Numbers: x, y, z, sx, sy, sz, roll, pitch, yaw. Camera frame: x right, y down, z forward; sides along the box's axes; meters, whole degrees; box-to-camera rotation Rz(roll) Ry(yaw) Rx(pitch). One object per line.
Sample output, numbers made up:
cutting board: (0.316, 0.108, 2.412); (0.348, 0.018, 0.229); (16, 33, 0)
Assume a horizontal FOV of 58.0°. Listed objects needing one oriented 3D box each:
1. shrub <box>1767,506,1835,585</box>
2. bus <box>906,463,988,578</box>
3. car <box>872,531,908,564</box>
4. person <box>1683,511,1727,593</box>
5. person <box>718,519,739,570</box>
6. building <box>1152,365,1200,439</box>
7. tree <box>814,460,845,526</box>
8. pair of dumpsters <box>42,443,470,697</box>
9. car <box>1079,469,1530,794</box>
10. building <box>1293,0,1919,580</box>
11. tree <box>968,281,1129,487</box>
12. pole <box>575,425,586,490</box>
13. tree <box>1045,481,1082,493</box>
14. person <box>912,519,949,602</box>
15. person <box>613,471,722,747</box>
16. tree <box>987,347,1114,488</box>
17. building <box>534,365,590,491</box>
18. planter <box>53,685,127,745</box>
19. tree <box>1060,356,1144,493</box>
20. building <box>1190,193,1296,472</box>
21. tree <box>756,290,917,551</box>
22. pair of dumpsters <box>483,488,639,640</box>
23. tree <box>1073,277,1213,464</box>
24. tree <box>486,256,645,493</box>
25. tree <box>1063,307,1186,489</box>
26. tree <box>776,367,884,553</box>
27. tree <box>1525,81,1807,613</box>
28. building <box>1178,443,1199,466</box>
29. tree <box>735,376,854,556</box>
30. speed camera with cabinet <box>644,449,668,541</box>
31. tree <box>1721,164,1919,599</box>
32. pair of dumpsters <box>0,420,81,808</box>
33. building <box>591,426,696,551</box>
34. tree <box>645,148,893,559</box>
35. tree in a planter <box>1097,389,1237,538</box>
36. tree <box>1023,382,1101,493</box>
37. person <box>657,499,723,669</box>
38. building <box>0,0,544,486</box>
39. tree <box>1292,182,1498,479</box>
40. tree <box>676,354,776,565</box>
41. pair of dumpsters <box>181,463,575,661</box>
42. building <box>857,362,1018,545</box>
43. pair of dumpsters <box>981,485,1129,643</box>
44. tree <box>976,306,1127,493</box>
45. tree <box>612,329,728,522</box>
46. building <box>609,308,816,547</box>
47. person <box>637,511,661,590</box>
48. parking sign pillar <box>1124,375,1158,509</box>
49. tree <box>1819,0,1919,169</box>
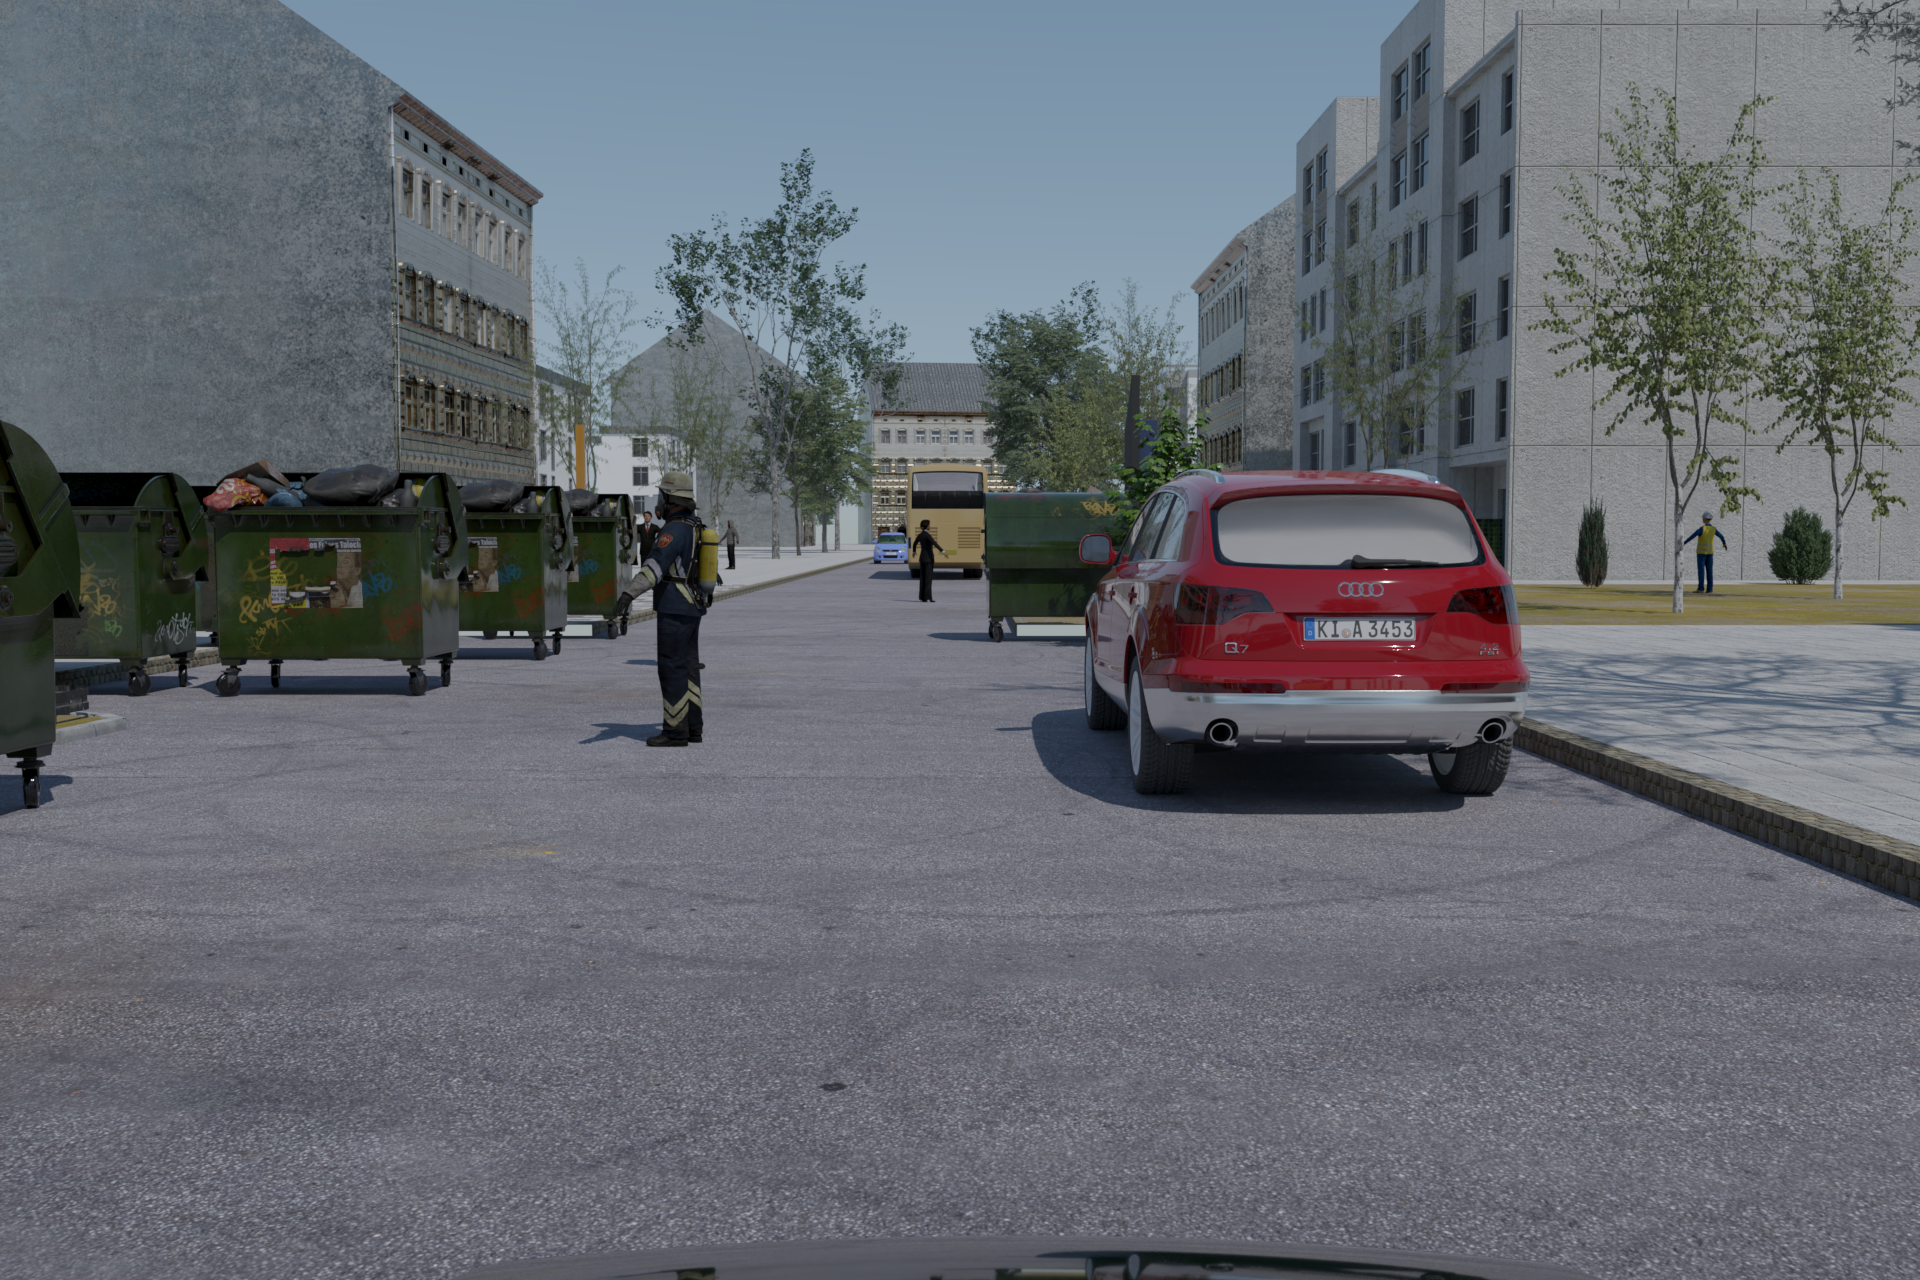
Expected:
shrub: (21.404, -2.426, 44.085); (1.690, 2.028, 1.600); (0, 3, 0)
bus: (-0.485, -4.143, 59.287); (2.896, 3.916, 12.252); (0, 4, -1)
car: (-3.279, -4.547, 83.940); (1.945, 1.707, 3.694); (0, 4, 0)
person: (16.115, -1.901, 37.550); (1.216, 1.772, 0.721); (-1, 4, -14)
person: (-8.298, -3.451, 62.546); (0.705, 1.813, 1.348); (-3, 4, -38)
building: (26.007, -20.381, 189.652); (16.016, 20.090, 11.380); (0, 4, 0)
tree: (-19.127, -19.208, 220.711); (9.857, 13.997, 8.962); (0, 3, 0)
pair of dumpsters: (-6.831, -0.655, 15.664); (4.436, 2.255, 1.574); (0, 3, 0)
car: (1.952, -0.147, 11.078); (2.281, 1.827, 5.304); (0, 4, 0)
building: (23.563, -12.028, 63.119); (16.747, 18.905, 31.486); (0, 3, 0)
tree: (7.303, -16.706, 129.033); (12.611, 20.169, 13.585); (0, 3, 0)
pole: (-7.087, -2.359, 32.413); (0.158, 3.312, 0.155); (0, 3, 0)
tree: (13.703, -17.750, 215.972); (9.928, 11.665, 9.643); (0, 3, 0)
person: (-0.646, -1.664, 36.381); (0.721, 1.740, 1.216); (-3, 4, -37)
person: (-1.939, -0.217, 11.778); (0.705, 1.856, 1.354); (1, 4, 17)
tree: (6.180, -12.347, 112.244); (12.009, 13.543, 11.850); (0, 3, 0)
building: (-25.450, -9.556, 98.387); (9.099, 9.664, 28.070); (0, 3, 0)
planter: (-7.101, 0.547, 12.204); (1.991, 0.319, 1.994); (0, 4, 0)
tree: (5.729, -7.461, 72.355); (4.360, 8.622, 3.978); (0, 3, 0)
building: (23.734, -16.252, 96.654); (19.493, 23.208, 18.063); (0, 4, 0)
tree: (-9.225, -16.850, 131.388); (12.611, 20.169, 13.585); (0, 3, 0)
pair of dumpsters: (-6.757, -1.158, 23.889); (4.436, 2.255, 1.574); (0, 4, 0)
tree: (5.447, -6.076, 49.713); (4.360, 8.622, 3.978); (0, 3, 0)
tree: (-9.632, -5.818, 45.482); (4.360, 8.622, 3.978); (0, 3, 0)
tree: (5.535, -6.507, 56.758); (4.737, 8.622, 4.395); (0, 3, 0)
tree: (-9.052, -12.173, 117.150); (7.486, 12.596, 7.792); (0, 3, 0)
tree: (11.515, -4.738, 27.824); (4.737, 8.622, 4.395); (0, 3, 0)
building: (23.138, -13.307, 159.723); (9.099, 9.664, 28.070); (0, 4, 0)
tree: (-9.863, -10.255, 102.075); (7.601, 10.594, 8.767); (-1, 4, -10)
speed camera with cabinet: (-6.997, -2.850, 40.930); (0.660, 3.252, 2.038); (0, 4, 1)
tree: (17.198, -5.112, 33.938); (4.737, 8.622, 4.395); (0, 3, 0)
pair of dumpsters: (-6.862, -0.216, 8.480); (4.436, 2.255, 1.574); (0, 4, 1)
building: (-27.009, -12.621, 148.498); (9.099, 9.664, 28.070); (0, 4, 1)
tree: (-9.490, -14.138, 87.047); (12.611, 20.169, 13.585); (0, 3, 0)
tree in a planter: (2.603, -1.479, 21.412); (1.991, 3.239, 1.994); (0, 4, 0)
tree: (5.167, -8.101, 82.821); (4.737, 8.622, 4.395); (0, 3, 0)
person: (-2.916, -0.623, 18.412); (0.705, 1.858, 1.354); (-2, 4, -34)
building: (-28.429, -14.523, 68.387); (19.493, 23.208, 18.063); (0, 4, 1)
tree: (8.882, -5.286, 36.793); (4.360, 8.622, 3.978); (0, 3, 0)
tree: (-10.255, -7.391, 71.203); (4.360, 8.622, 3.978); (0, 3, 0)
pair of dumpsters: (-6.792, -0.918, 19.968); (4.436, 2.255, 1.574); (0, 4, 0)
building: (-3.204, -23.686, 220.655); (18.063, 23.208, 19.493); (-1, 4, -8)
pair of dumpsters: (2.496, -1.127, 23.379); (4.436, 2.255, 1.574); (0, 4, -1)
tree: (5.689, -11.620, 96.640); (9.857, 13.997, 8.962); (0, 3, 0)
tree: (-9.881, -6.821, 61.880); (4.360, 8.622, 3.978); (0, 3, 0)
building: (-24.845, -21.225, 177.959); (19.493, 23.208, 18.063); (0, 4, -1)
person: (-7.103, -2.032, 39.416); (1.347, 1.806, 0.705); (0, 4, -5)
parking sign pillar: (3.110, -2.542, 30.040); (1.447, 3.967, 1.447); (0, 4, 0)
tree: (8.436, -6.076, 9.705); (12.009, 13.543, 11.850); (0, 3, 0)
